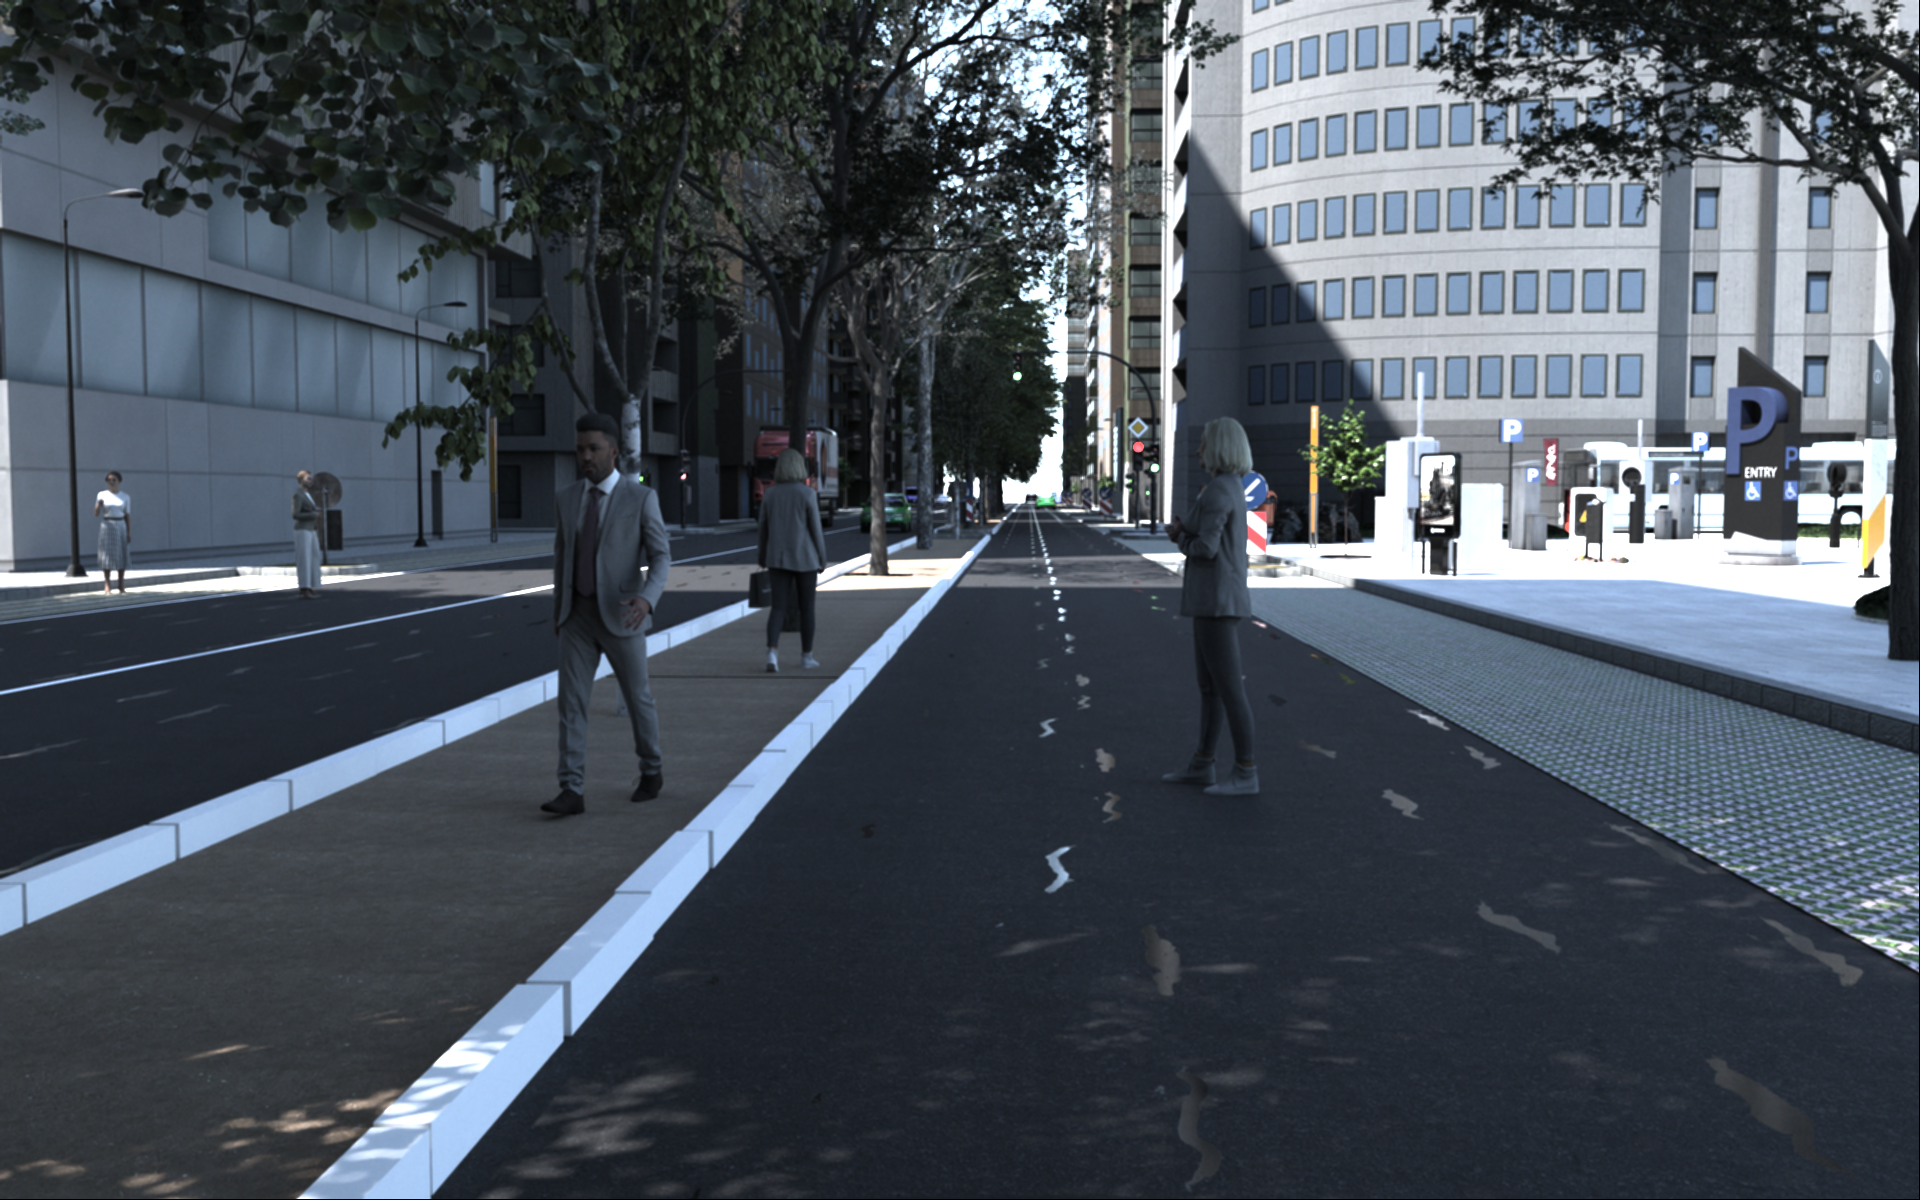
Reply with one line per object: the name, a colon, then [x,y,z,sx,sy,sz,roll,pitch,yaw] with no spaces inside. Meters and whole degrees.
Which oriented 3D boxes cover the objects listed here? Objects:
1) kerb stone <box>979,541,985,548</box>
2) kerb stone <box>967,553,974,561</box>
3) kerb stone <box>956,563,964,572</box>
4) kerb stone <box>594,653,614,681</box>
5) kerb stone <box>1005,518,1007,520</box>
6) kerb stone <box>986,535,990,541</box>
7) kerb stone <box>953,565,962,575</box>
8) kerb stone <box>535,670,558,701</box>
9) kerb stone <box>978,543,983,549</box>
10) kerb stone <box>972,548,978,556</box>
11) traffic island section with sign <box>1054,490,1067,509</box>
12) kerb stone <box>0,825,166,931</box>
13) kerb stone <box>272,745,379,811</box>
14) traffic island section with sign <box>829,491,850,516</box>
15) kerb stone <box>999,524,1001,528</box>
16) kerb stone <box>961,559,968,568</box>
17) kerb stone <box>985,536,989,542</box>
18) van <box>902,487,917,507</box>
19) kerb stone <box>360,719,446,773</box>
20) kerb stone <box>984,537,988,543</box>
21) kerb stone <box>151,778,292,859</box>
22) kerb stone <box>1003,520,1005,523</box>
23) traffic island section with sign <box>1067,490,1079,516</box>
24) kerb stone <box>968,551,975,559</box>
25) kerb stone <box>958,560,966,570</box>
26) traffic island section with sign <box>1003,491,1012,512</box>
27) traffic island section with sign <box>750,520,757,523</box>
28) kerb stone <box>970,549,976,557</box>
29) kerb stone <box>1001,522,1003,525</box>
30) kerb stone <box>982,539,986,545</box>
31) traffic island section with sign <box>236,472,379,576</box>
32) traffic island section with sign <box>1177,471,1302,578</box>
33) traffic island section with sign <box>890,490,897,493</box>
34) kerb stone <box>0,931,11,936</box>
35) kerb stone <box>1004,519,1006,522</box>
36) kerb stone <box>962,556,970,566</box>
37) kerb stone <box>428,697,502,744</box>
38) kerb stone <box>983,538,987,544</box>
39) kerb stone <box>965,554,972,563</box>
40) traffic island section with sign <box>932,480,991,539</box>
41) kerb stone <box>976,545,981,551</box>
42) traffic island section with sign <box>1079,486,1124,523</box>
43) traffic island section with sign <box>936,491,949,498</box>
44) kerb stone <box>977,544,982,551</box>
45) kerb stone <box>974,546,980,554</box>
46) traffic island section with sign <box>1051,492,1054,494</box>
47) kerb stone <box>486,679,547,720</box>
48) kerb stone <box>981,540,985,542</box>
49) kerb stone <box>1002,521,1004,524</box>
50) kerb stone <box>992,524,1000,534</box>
kerb stone: [0.493,-1.336,44.041,0.120,0.150,1.000,0,4,2]
kerb stone: [0.154,-0.835,35.845,0.120,0.150,1.000,0,4,2]
kerb stone: [-0.050,-0.515,30.725,0.120,0.150,1.000,0,4,2]
kerb stone: [-2.840,0.538,13.404,0.120,0.150,1.000,0,4,2]
kerb stone: [2.086,-3.811,84.522,0.120,0.150,1.000,0,4,2]
kerb stone: [0.724,-1.712,50.188,0.120,0.150,1.000,0,4,2]
kerb stone: [-0.091,-0.455,29.703,0.120,0.150,1.000,0,4,2]
kerb stone: [-2.884,0.601,12.383,0.120,0.150,1.000,0,4,2]
kerb stone: [0.444,-1.274,43.020,0.120,0.150,1.000,0,4,2]
kerb stone: [0.281,-1.022,38.912,0.120,0.150,1.000,0,4,2]
traffic island section with sign: [10.099,-9.393,162.198,1.989,1.847,2.006,0,4,2]
kerb stone: [-3.125,0.979,6.225,0.120,0.150,1.000,0,4,2]
kerb stone: [-3.037,0.851,8.279,0.120,0.150,1.000,0,4,2]
traffic island section with sign: [-8.226,-6.394,113.172,1.989,1.847,2.006,0,4,2]
kerb stone: [1.437,-2.810,68.131,0.120,0.150,1.000,0,4,2]
kerb stone: [0.024,-0.641,32.770,0.120,0.150,1.000,0,4,2]
kerb stone: [0.686,-1.650,49.166,0.120,0.150,1.000,0,4,2]
van: [-3.872,-9.014,151.759,2.240,2.365,5.245,0,4,1]
kerb stone: [-3.005,0.792,9.302,0.120,0.150,1.000,0,4,2]
kerb stone: [0.645,-1.587,48.137,0.120,0.150,1.000,0,4,2]
kerb stone: [-3.084,0.915,7.255,0.120,0.150,1.000,0,4,2]
kerb stone: [1.846,-3.437,78.383,0.120,0.150,1.000,0,4,2]
traffic island section with sign: [8.143,-6.379,112.925,1.989,1.847,2.006,0,4,2]
kerb stone: [0.195,-0.897,36.869,0.120,0.150,1.000,0,4,2]
kerb stone: [-0.010,-0.584,31.747,0.120,0.150,1.000,0,4,2]
traffic island section with sign: [3.157,-7.948,138.086,2.006,1.907,1.989,0,4,2]
traffic island section with sign: [-9.313,-4.730,85.967,1.989,1.847,2.006,0,4,2]
kerb stone: [0.230,-0.960,37.891,0.120,0.150,1.000,0,4,2]
kerb stone: [1.640,-3.123,73.260,0.120,0.150,1.000,0,4,2]
kerb stone: [0.560,-1.461,46.085,0.120,0.150,1.000,0,4,2]
traffic island section with sign: [-11.509,-1.359,30.854,1.989,1.847,2.006,0,4,2]
traffic island section with sign: [4.862,-1.334,30.436,1.989,1.847,2.006,0,4,2]
traffic island section with sign: [-6.220,-9.486,163.724,1.989,1.847,2.006,0,4,2]
kerb stone: [-3.164,1.039,5.202,0.120,0.150,1.000,0,4,2]
kerb stone: [1.969,-3.625,81.459,0.120,0.150,1.000,0,4,2]
kerb stone: [0.073,-0.710,33.797,0.120,0.150,1.000,0,4,2]
kerb stone: [-2.961,0.726,10.325,0.120,0.150,1.000,0,4,2]
kerb stone: [0.601,-1.523,47.115,0.120,0.150,1.000,0,4,2]
kerb stone: [0.116,-0.772,34.818,0.120,0.150,1.000,0,4,2]
traffic island section with sign: [-0.124,-2.903,55.605,2.006,1.907,1.989,0,4,2]
kerb stone: [0.356,-1.148,40.969,0.120,0.150,1.000,0,4,2]
traffic island section with sign: [7.069,-4.722,85.830,1.989,1.847,2.006,0,4,2]
traffic island section with sign: [-2.951,-14.515,245.945,1.989,1.847,2.006,0,4,2]
kerb stone: [0.402,-1.210,41.999,0.120,0.150,1.000,0,4,2]
kerb stone: [0.318,-1.085,39.943,0.120,0.150,1.000,0,4,2]
traffic island section with sign: [11.204,-11.094,190.020,1.989,1.847,2.006,0,4,2]
kerb stone: [-2.929,0.663,11.362,0.120,0.150,1.000,0,4,2]
kerb stone: [0.523,-1.399,45.063,0.120,0.150,1.000,0,4,2]
kerb stone: [1.721,-3.246,75.306,0.120,0.150,1.000,0,4,2]
kerb stone: [1.400,-2.747,67.101,0.120,0.150,1.000,0,4,2]
